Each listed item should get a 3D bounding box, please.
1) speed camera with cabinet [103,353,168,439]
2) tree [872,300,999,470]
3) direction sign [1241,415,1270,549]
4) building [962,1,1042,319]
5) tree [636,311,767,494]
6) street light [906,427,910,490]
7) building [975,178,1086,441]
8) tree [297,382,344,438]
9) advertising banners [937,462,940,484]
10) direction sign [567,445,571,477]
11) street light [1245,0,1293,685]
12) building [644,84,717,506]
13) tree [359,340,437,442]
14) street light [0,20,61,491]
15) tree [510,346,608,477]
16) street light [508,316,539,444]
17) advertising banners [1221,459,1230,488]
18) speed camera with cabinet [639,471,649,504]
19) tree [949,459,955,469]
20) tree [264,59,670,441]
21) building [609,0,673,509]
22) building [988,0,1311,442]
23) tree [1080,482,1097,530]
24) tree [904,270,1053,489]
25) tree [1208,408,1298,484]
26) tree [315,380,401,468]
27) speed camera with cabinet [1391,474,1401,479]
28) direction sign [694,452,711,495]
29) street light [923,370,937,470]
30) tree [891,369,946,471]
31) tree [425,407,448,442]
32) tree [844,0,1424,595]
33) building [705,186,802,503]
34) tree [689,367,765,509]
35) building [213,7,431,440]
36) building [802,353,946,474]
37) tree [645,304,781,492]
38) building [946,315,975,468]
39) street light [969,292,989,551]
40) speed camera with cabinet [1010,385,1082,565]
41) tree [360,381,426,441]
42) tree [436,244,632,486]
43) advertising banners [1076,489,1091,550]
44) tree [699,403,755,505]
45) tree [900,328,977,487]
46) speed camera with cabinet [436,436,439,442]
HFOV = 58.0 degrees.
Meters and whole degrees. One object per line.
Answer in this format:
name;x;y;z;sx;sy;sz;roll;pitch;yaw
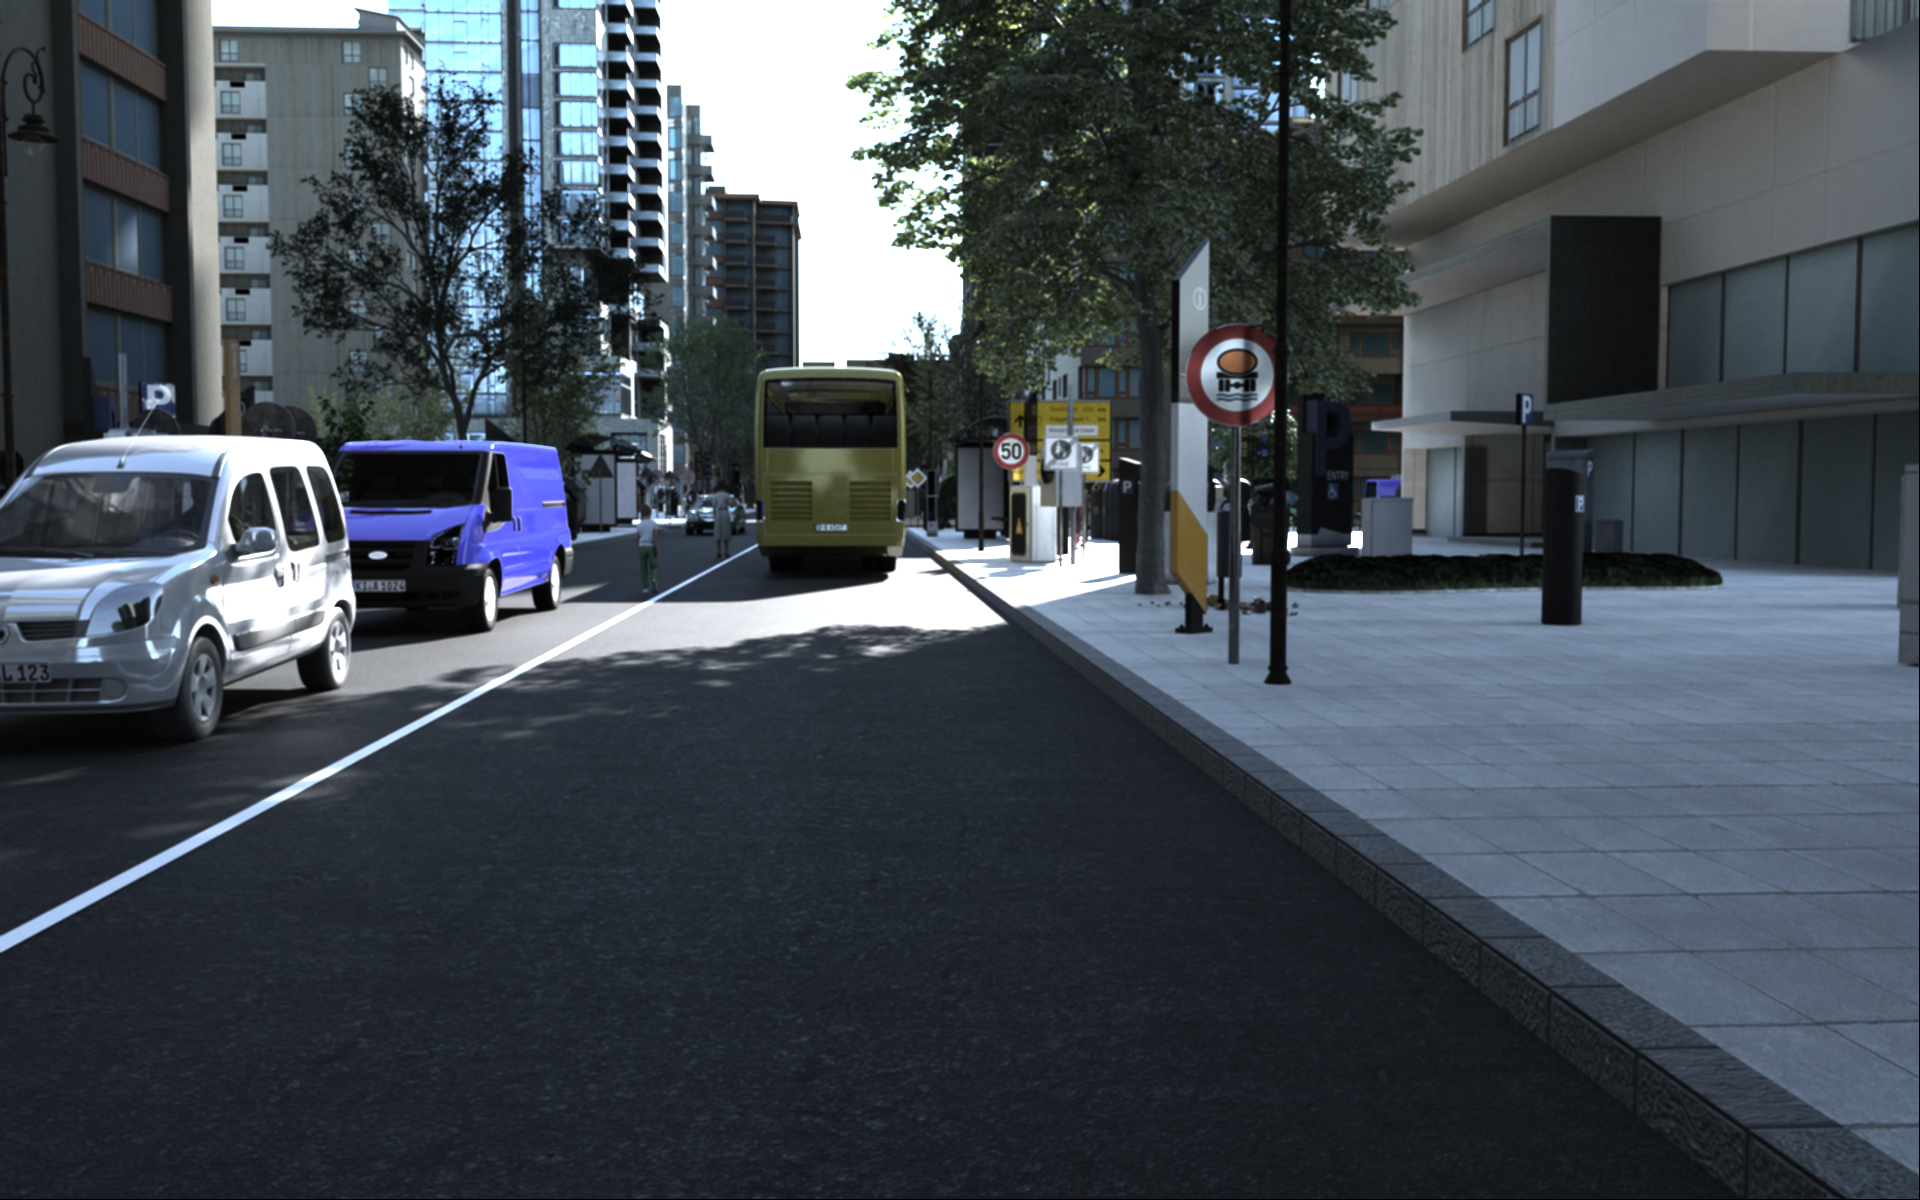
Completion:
speed camera with cabinet;-11.085;-1.837;24.374;2.038;3.252;0.660;2;4;24
tree;-1.539;-9.154;84.074;7.601;10.594;8.767;-1;4;-22
direction sign;6.791;-2.952;40.259;0.876;3.537;0.379;3;5;40
building;8.864;-46.925;205.482;20.563;71.187;20.611;0;4;-3
tree;-14.651;-10.624;99.453;9.928;11.665;9.643;0;3;0
street light;-2.848;-7.426;94.210;0.468;5.910;1.993;0;4;-3
building;8.245;-23.753;160.063;14.160;30.474;14.107;0;4;-3
tree;-42.251;-9.949;113.022;4.737;8.622;4.395;0;3;0
advertising banners;-1.006;-5.891;92.509;0.090;3.025;2.074;-1;4;-10
direction sign;-17.259;-5.217;77.301;0.876;3.537;0.379;3;5;43
street light;2.154;-2.372;11.564;0.468;5.910;1.993;0;4;-3
building;-44.023;-35.599;201.650;30.456;49.044;23.786;0;4;-3
tree;-23.873;-7.814;78.128;4.737;8.622;4.395;0;3;0
street light;-9.145;-2.680;16.598;0.468;5.910;1.993;0;4;-3
tree;-19.258;-8.179;84.089;4.360;8.622;3.978;0;3;0
street light;-10.772;-4.286;42.869;0.468;5.910;1.993;0;4;-3
advertising banners;12.007;-4.795;74.590;0.090;3.025;2.074;-3;5;-42
speed camera with cabinet;-26.882;-9.277;146.012;0.660;3.252;2.038;1;4;13
tree;0.729;-8.876;128.833;4.285;4.588;4.351;0;3;0
tree;-10.433;-6.259;36.754;8.767;10.594;7.601;-1;4;-14
building;-37.764;-51.822;159.964;22.319;86.520;31.000;0;4;-3
building;14.455;-50.121;132.150;22.319;86.520;31.000;0;4;-3
tree;4.435;-4.146;62.380;1.663;3.219;1.824;0;3;0
tree;0.630;-6.446;55.751;4.360;8.622;3.978;0;3;0
tree;9.757;-4.397;55.608;4.285;4.588;4.351;0;3;0
tree;-10.290;-2.136;29.526;1.663;3.219;1.824;0;3;0
speed camera with cabinet;31.124;-7.762;121.245;2.038;3.252;0.660;0;4;6
direction sign;-13.964;-6.244;94.082;0.876;3.537;0.379;0;4;-5
street light;-1.111;-5.632;64.864;0.468;5.910;1.993;0;4;-3
tree;-4.739;-13.090;139.782;9.928;11.665;9.643;0;3;0
tree;-43.123;-11.506;138.477;4.360;8.622;3.978;0;3;0
tree;2.042;-6.351;21.970;7.486;12.596;7.792;0;3;0
building;-37.214;-36.318;248.423;28.867;44.769;22.147;0;4;-3
tree;-18.588;-14.404;152.507;9.611;12.733;9.660;0;3;0
building;-72.754;-37.151;196.665;27.495;52.752;28.713;0;4;-3
building;-8.569;-25.007;253.895;28.899;21.520;27.650;0;4;-3
tree;-15.372;-12.301;111.483;12.009;13.543;11.850;0;3;0
building;13.382;-20.641;182.520;27.650;21.520;28.899;0;4;-3
street light;0.476;-4.027;38.637;0.468;5.910;1.993;0;4;-3
speed camera with cabinet;1.573;-2.306;32.045;0.660;3.252;2.038;-1;4;-22
tree;-36.327;-9.653;108.192;4.360;8.622;3.978;0;3;0
tree;-12.084;-6.145;50.839;4.737;8.622;4.395;0;3;0
advertising banners;2.683;-2.653;39.556;0.090;3.025;2.074;1;4;19
tree;-17.220;-10.827;127.380;4.360;8.622;3.978;0;3;0
tree;-0.947;-7.698;76.219;4.737;8.622;4.395;0;3;0
speed camera with cabinet;-17.782;-3.939;58.745;0.660;3.252;2.038;0;4;5
